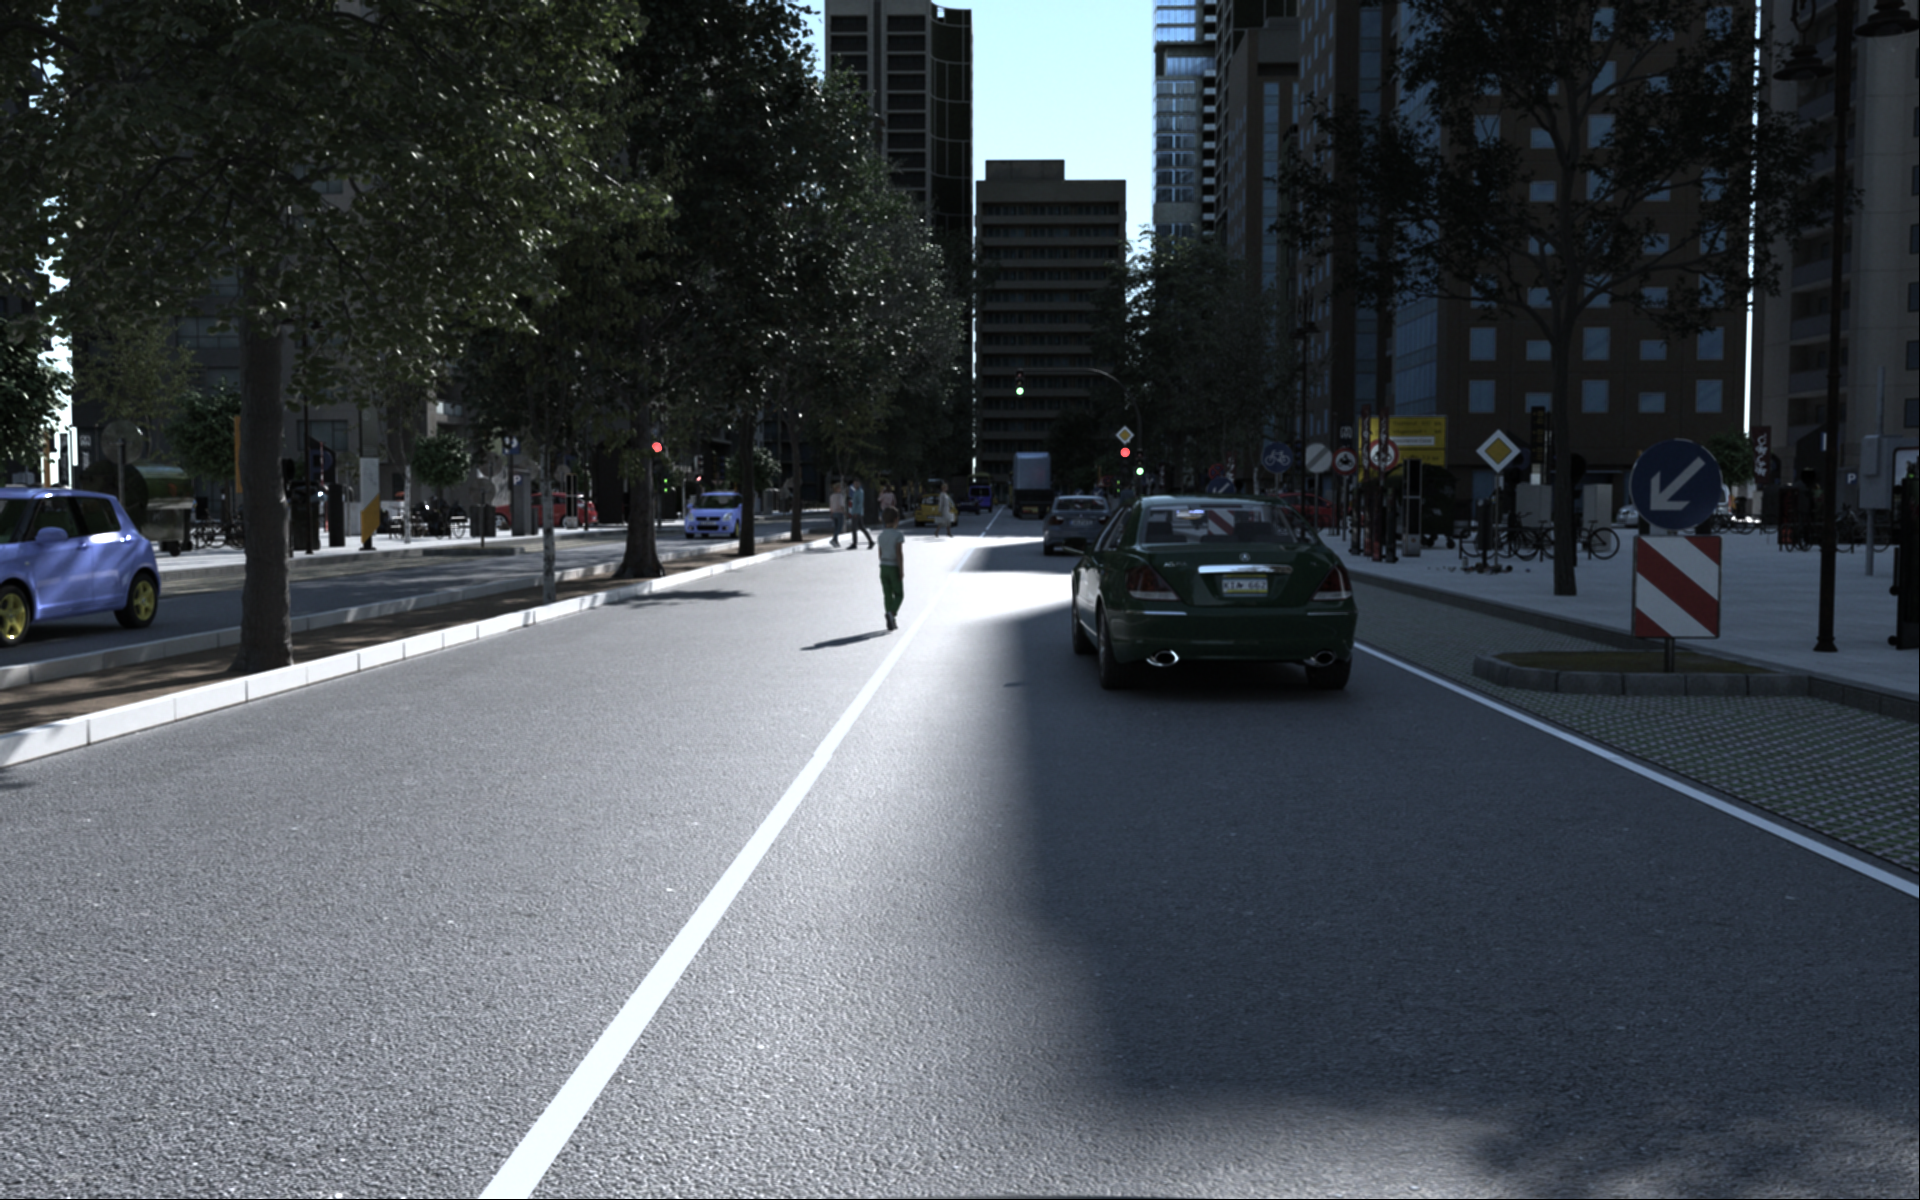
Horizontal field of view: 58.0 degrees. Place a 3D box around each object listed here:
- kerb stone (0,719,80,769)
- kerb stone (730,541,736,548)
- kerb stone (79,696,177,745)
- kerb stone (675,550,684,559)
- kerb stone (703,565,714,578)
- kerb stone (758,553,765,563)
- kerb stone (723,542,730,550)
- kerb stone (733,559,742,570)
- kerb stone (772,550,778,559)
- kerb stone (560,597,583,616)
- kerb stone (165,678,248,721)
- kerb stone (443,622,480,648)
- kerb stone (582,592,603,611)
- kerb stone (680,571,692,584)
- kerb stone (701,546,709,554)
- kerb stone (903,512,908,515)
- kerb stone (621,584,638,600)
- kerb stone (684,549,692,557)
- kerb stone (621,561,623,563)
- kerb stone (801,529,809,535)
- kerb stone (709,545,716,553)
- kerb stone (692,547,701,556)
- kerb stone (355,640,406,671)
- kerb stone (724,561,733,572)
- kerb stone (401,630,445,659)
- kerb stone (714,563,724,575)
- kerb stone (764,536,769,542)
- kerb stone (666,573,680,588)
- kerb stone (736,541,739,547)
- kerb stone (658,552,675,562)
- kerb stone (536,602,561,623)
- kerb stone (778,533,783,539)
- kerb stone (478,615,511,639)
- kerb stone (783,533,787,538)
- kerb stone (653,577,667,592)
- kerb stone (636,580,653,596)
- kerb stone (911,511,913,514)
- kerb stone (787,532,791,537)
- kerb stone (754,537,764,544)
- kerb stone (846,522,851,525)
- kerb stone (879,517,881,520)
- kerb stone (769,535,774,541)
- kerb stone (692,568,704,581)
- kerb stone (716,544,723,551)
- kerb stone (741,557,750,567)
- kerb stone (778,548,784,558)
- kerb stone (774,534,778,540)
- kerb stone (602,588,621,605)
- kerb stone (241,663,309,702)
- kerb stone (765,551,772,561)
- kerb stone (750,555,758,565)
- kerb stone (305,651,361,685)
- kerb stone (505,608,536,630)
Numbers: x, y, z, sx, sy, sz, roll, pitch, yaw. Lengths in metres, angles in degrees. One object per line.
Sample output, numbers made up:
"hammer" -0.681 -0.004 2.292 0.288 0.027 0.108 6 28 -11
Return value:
"kerb stone" -5.047 0.785 9.364 0.120 0.150 1.000 0 4 2
"kerb stone" -6.064 -1.414 45.311 0.120 0.150 1.000 0 4 2
"kerb stone" -5.016 0.723 10.397 0.120 0.150 1.000 0 4 2
"kerb stone" -6.284 -0.974 38.119 0.120 0.150 1.000 0 4 2
"kerb stone" -4.436 -0.471 29.891 0.120 0.150 1.000 0 4 2
"kerb stone" -4.242 -0.842 36.045 0.120 0.150 1.000 0 4 2
"kerb stone" -6.097 -1.351 44.280 0.120 0.150 1.000 0 4 2
"kerb stone" -4.338 -0.657 32.964 0.120 0.150 1.000 0 4 2
"kerb stone" -4.188 -0.973 38.104 0.120 0.150 1.000 0 4 2
"kerb stone" -4.712 0.094 20.657 0.120 0.150 1.000 0 4 2
"kerb stone" -4.990 0.659 11.419 0.120 0.150 1.000 0 4 2
"kerb stone" -4.830 0.345 16.557 0.120 0.150 1.000 0 4 2
"kerb stone" -4.678 0.031 21.681 0.120 0.150 1.000 0 4 2
"kerb stone" -4.493 -0.345 27.835 0.120 0.150 1.000 0 4 2
"kerb stone" -6.182 -1.163 41.211 0.120 0.150 1.000 0 4 2
"kerb stone" -3.763 -6.079 121.676 0.120 0.150 1.000 0 4 2
"kerb stone" -4.612 -0.090 23.724 0.120 0.150 1.000 0 4 2
"kerb stone" -6.258 -1.037 39.156 0.120 0.150 1.000 0 4 2
"kerb stone" -6.435 -0.658 32.983 0.120 0.150 1.000 0 4 2
"kerb stone" -5.543 -2.478 62.747 0.120 0.150 1.000 0 4 2
"kerb stone" -6.156 -1.224 42.237 0.120 0.150 1.000 0 4 2
"kerb stone" -6.218 -1.098 40.178 0.120 0.150 1.000 0 4 2
"kerb stone" -4.895 0.471 14.495 0.120 0.150 1.000 0 4 2
"kerb stone" -4.370 -0.596 31.939 0.120 0.150 1.000 0 4 2
"kerb stone" -4.862 0.408 15.525 0.120 0.150 1.000 0 4 2
"kerb stone" -4.398 -0.533 30.917 0.120 0.150 1.000 0 4 2
"kerb stone" -5.880 -1.786 51.461 0.120 0.150 1.000 0 4 2
"kerb stone" -4.523 -0.281 26.813 0.120 0.150 1.000 0 4 2
"kerb stone" -6.035 -1.477 46.337 0.120 0.150 1.000 0 4 2
"kerb stone" -6.315 -0.907 37.091 0.120 0.150 1.000 0 4 2
"kerb stone" -4.739 0.157 19.636 0.120 0.150 1.000 0 4 2
"kerb stone" -5.787 -1.978 54.540 0.120 0.150 1.000 0 4 2
"kerb stone" -4.794 0.284 17.581 0.120 0.150 1.000 0 4 2
"kerb stone" -5.750 -2.041 55.563 0.120 0.150 1.000 0 4 2
"kerb stone" -4.553 -0.218 25.782 0.120 0.150 1.000 0 4 2
"kerb stone" -4.584 -0.156 24.751 0.120 0.150 1.000 0 4 2
"kerb stone" -3.662 -6.271 124.752 0.120 0.150 1.000 0 4 2
"kerb stone" -5.724 -2.103 56.585 0.120 0.150 1.000 0 4 2
"kerb stone" -5.913 -1.726 50.438 0.120 0.150 1.000 0 4 2
"kerb stone" -5.033 -3.514 79.656 0.120 0.150 1.000 0 4 2
"kerb stone" -4.439 -4.703 99.145 0.120 0.150 1.000 0 4 2
"kerb stone" -5.856 -1.853 52.486 0.120 0.150 1.000 0 4 2
"kerb stone" -4.465 -0.402 28.864 0.120 0.150 1.000 0 4 2
"kerb stone" -6.127 -1.284 43.259 0.120 0.150 1.000 0 4 2
"kerb stone" -4.312 -0.722 33.999 0.120 0.150 1.000 0 4 2
"kerb stone" -4.149 -1.036 39.128 0.120 0.150 1.000 0 4 2
"kerb stone" -5.815 -1.914 53.513 0.120 0.150 1.000 0 4 2
"kerb stone" -4.649 -0.031 22.703 0.120 0.150 1.000 0 4 2
"kerb stone" -4.956 0.597 12.440 0.120 0.150 1.000 0 4 2
"kerb stone" -4.212 -0.910 37.076 0.120 0.150 1.000 0 4 2
"kerb stone" -4.277 -0.780 35.023 0.120 0.150 1.000 0 4 2
"kerb stone" -4.928 0.536 13.462 0.120 0.150 1.000 0 4 2
"kerb stone" -4.779 0.220 18.603 0.120 0.150 1.000 0 4 2
